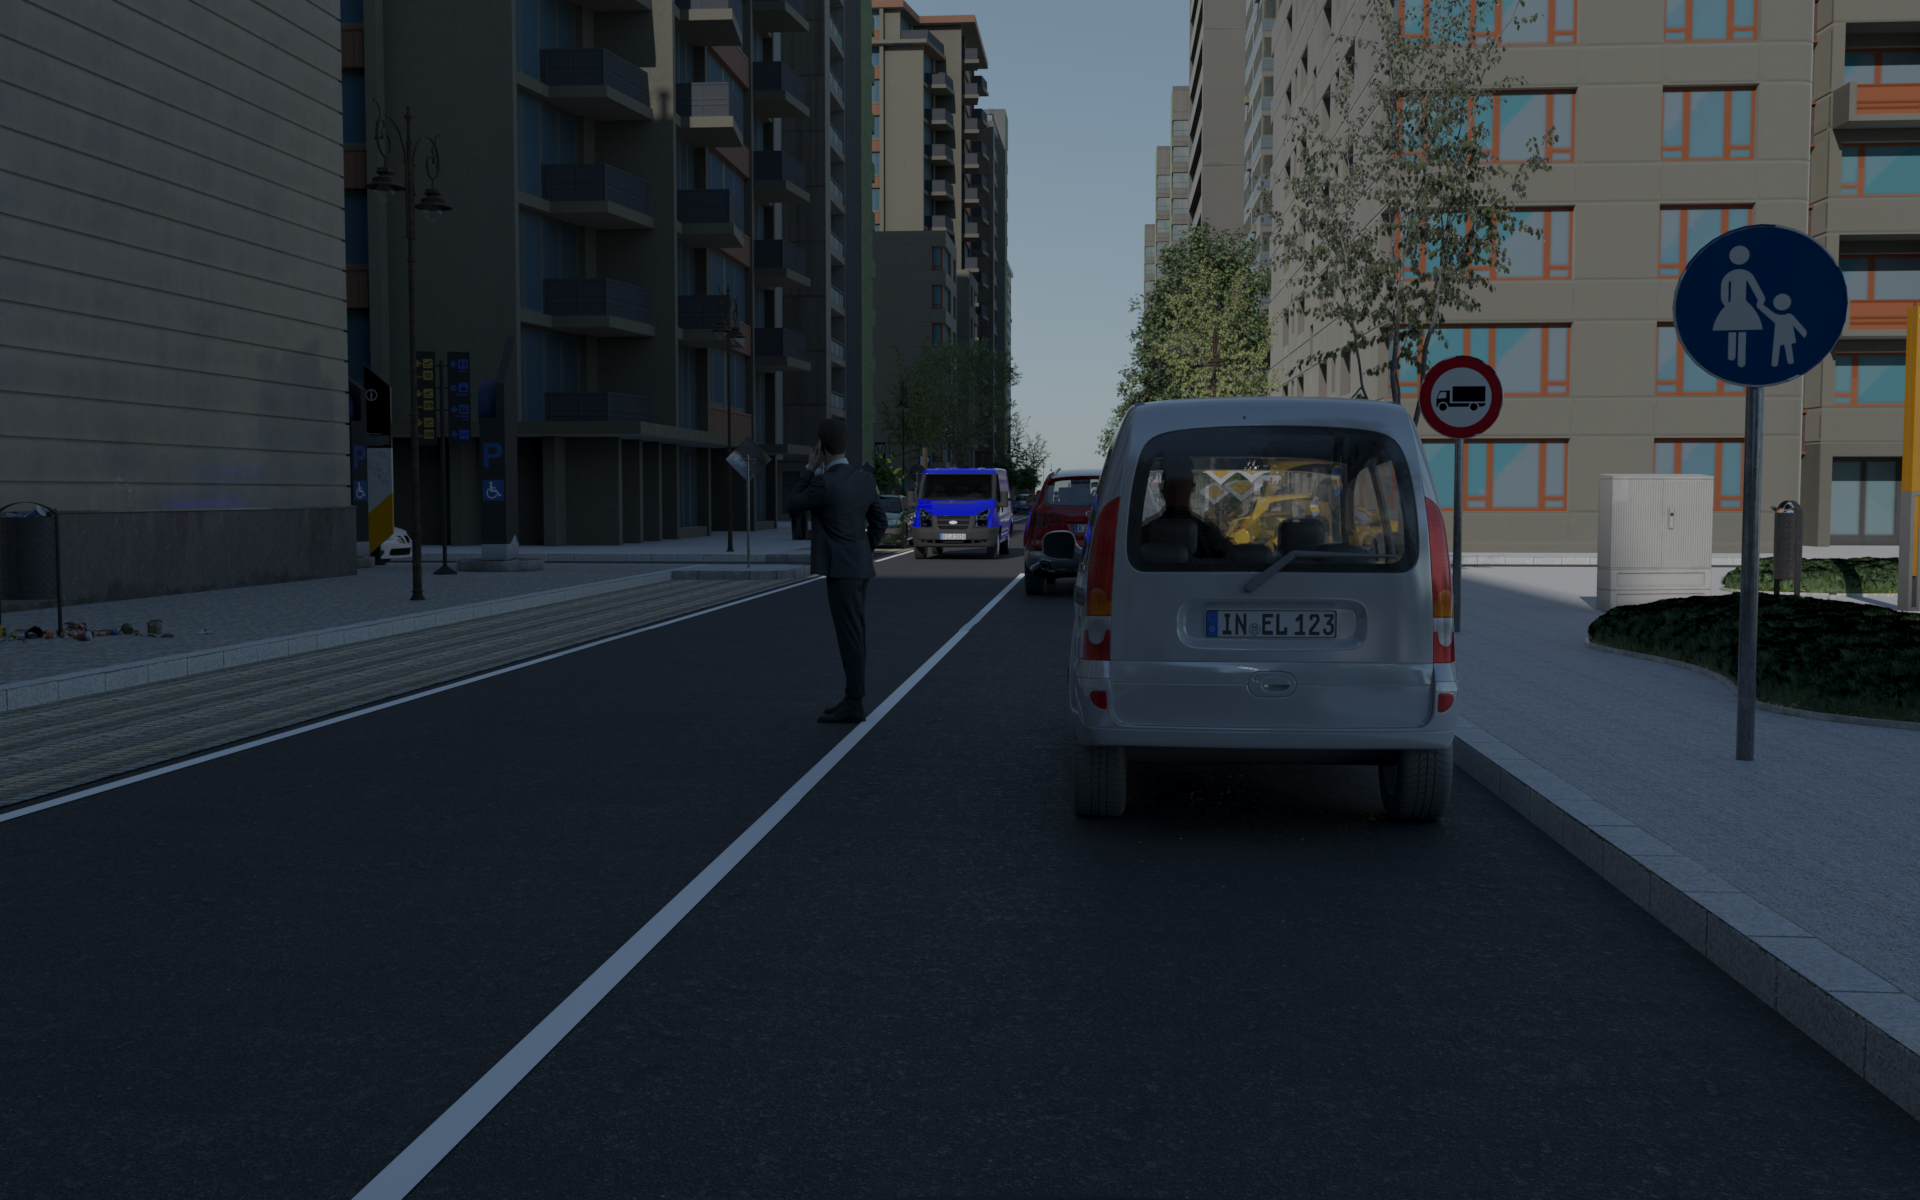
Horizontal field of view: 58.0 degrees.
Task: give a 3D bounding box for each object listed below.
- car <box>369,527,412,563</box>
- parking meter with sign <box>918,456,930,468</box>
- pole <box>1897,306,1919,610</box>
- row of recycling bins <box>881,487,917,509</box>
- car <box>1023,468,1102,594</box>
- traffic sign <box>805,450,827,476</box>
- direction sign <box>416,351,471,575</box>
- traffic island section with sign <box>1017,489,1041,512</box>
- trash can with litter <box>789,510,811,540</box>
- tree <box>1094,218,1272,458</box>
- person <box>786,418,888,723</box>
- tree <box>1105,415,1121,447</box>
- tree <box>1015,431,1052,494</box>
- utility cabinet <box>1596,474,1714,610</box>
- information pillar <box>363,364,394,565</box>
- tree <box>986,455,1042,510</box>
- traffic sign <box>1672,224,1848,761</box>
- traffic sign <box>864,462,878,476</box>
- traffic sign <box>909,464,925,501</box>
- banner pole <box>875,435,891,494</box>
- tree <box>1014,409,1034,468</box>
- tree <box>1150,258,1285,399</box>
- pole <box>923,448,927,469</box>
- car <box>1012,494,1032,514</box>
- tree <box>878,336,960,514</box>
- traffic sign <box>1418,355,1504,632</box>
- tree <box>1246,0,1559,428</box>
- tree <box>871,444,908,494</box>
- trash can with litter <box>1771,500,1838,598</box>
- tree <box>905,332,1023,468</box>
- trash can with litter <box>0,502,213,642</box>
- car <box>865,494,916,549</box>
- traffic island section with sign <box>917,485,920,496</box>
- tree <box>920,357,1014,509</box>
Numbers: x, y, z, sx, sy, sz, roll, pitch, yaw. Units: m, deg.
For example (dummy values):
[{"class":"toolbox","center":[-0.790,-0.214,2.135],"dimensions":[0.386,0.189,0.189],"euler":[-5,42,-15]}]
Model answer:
[{"class":"car","center":[-13.362,-1.355,34.513],"dimensions":[4.827,1.381,2.083],"euler":[0,4,5]},{"class":"parking meter with sign","center":[-1.524,-4.974,77.592],"dimensions":[0.543,3.016,1.738],"euler":[0,4,-6]},{"class":"pole","center":[10.427,-1.535,18.941],"dimensions":[0.158,3.312,0.155],"euler":[0,3,0]},{"class":"row of recycling bins","center":[-4.210,-6.120,107.167],"dimensions":[3.534,1.692,1.069],"euler":[1,4,15]},{"class":"car","center":[2.091,-1.069,26.157],"dimensions":[2.281,1.827,5.304],"euler":[0,4,6]},{"class":"traffic sign","center":[-3.005,-2.104,38.044],"dimensions":[0.795,2.450,0.064],"euler":[0,4,5]},{"class":"direction sign","center":[-8.236,-2.177,27.597],"dimensions":[0.876,3.537,0.379],"euler":[-1,4,-11]},{"class":"traffic island section with sign","center":[5.330,-7.861,137.156],"dimensions":[1.989,1.847,2.006],"euler":[0,4,5]},{"class":"trash can with litter","center":[-4.244,-2.254,48.236],"dimensions":[1.055,1.170,0.624],"euler":[2,4,34]},{"class":"tree","center":[10.393,-9.484,72.077],"dimensions":[9.611,12.733,9.660],"euler":[0,3,0]},{"class":"person","center":[-0.784,-0.187,10.922],"dimensions":[0.474,1.900,0.648],"euler":[2,4,24]},{"class":"tree","center":[20.058,-16.507,195.640],"dimensions":[9.928,11.665,9.643],"euler":[0,3,0]},{"class":"tree","center":[8.492,-15.367,201.615],"dimensions":[4.737,8.622,4.395],"euler":[0,3,0]},{"class":"utility cabinet","center":[7.568,-0.622,18.850],"dimensions":[1.173,1.500,0.318],"euler":[-1,4,-8]},{"class":"information pillar","center":[-10.481,-2.437,31.199],"dimensions":[0.504,3.616,0.183],"euler":[0,4,-3]},{"class":"tree","center":[3.542,-9.585,140.429],"dimensions":[4.285,4.588,4.351],"euler":[0,3,0]},{"class":"traffic sign","center":[3.790,-0.500,8.286],"dimensions":[0.768,2.556,0.104],"euler":[1,4,14]},{"class":"traffic sign","center":[-3.316,-3.698,61.646],"dimensions":[0.795,2.450,0.064],"euler":[1,4,10]},{"class":"traffic sign","center":[-1.809,-4.503,73.728],"dimensions":[0.768,2.556,0.104],"euler":[1,4,9]},{"class":"banner pole","center":[-3.219,-5.095,73.325],"dimensions":[0.863,3.779,0.401],"euler":[0,4,5]},{"class":"tree","center":[4.472,-12.276,151.067],"dimensions":[4.360,8.622,3.978],"euler":[0,3,0]},{"class":"tree","center":[8.132,-6.410,55.164],"dimensions":[4.737,8.622,4.395],"euler":[0,3,0]},{"class":"pole","center":[-1.537,-5.035,76.170],"dimensions":[0.158,3.312,0.155],"euler":[0,3,0]},{"class":"car","center":[4.841,-7.132,128.612],"dimensions":[2.014,1.417,4.499],"euler":[0,4,3]},{"class":"tree","center":[-2.092,-8.009,81.306],"dimensions":[4.737,8.622,4.395],"euler":[0,3,0]},{"class":"traffic sign","center":[4.609,-0.973,16.015],"dimensions":[0.768,2.556,0.104],"euler":[0,4,5]},{"class":"tree","center":[5.737,-4.404,22.370],"dimensions":[4.360,8.622,3.978],"euler":[0,3,0]},{"class":"tree","center":[-3.072,-4.373,66.096],"dimensions":[1.663,3.219,1.824],"euler":[0,3,0]},{"class":"trash can with litter","center":[9.263,-0.518,19.522],"dimensions":[1.678,1.210,2.233],"euler":[0,4,2]},{"class":"tree","center":[0.088,-11.286,110.287],"dimensions":[9.928,11.665,9.643],"euler":[0,3,0]},{"class":"trash can with litter","center":[-7.914,-0.268,15.437],"dimensions":[2.233,1.210,1.678],"euler":[-1,4,-12]},{"class":"car","center":[-2.136,-2.237,46.361],"dimensions":[2.009,1.686,4.222],"euler":[0,4,6]},{"class":"traffic island section with sign","center":[-1.161,-3.157,60.248],"dimensions":[1.989,1.847,2.006],"euler":[0,4,5]},{"class":"tree","center":[-0.155,-8.737,93.209],"dimensions":[4.360,8.622,3.978],"euler":[0,3,0]}]
